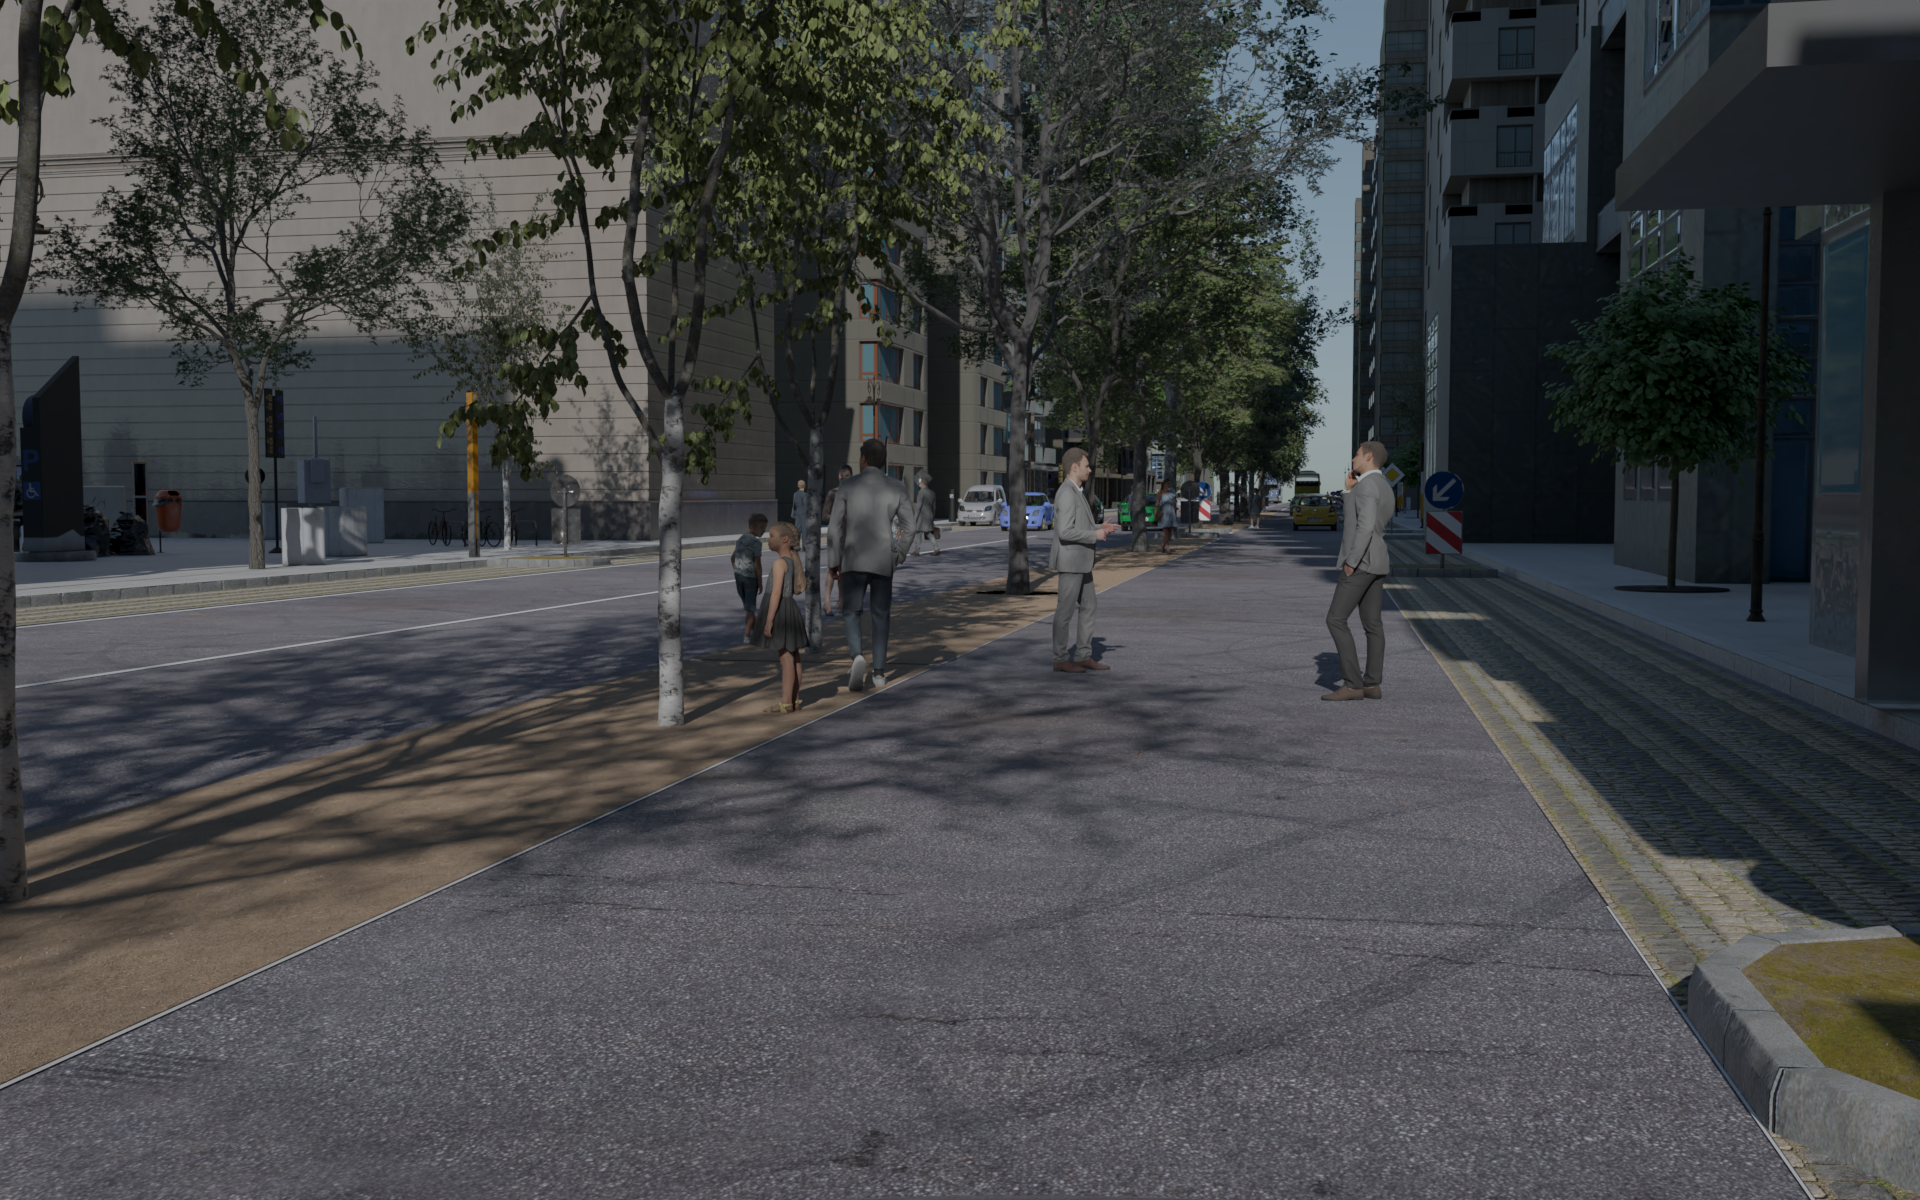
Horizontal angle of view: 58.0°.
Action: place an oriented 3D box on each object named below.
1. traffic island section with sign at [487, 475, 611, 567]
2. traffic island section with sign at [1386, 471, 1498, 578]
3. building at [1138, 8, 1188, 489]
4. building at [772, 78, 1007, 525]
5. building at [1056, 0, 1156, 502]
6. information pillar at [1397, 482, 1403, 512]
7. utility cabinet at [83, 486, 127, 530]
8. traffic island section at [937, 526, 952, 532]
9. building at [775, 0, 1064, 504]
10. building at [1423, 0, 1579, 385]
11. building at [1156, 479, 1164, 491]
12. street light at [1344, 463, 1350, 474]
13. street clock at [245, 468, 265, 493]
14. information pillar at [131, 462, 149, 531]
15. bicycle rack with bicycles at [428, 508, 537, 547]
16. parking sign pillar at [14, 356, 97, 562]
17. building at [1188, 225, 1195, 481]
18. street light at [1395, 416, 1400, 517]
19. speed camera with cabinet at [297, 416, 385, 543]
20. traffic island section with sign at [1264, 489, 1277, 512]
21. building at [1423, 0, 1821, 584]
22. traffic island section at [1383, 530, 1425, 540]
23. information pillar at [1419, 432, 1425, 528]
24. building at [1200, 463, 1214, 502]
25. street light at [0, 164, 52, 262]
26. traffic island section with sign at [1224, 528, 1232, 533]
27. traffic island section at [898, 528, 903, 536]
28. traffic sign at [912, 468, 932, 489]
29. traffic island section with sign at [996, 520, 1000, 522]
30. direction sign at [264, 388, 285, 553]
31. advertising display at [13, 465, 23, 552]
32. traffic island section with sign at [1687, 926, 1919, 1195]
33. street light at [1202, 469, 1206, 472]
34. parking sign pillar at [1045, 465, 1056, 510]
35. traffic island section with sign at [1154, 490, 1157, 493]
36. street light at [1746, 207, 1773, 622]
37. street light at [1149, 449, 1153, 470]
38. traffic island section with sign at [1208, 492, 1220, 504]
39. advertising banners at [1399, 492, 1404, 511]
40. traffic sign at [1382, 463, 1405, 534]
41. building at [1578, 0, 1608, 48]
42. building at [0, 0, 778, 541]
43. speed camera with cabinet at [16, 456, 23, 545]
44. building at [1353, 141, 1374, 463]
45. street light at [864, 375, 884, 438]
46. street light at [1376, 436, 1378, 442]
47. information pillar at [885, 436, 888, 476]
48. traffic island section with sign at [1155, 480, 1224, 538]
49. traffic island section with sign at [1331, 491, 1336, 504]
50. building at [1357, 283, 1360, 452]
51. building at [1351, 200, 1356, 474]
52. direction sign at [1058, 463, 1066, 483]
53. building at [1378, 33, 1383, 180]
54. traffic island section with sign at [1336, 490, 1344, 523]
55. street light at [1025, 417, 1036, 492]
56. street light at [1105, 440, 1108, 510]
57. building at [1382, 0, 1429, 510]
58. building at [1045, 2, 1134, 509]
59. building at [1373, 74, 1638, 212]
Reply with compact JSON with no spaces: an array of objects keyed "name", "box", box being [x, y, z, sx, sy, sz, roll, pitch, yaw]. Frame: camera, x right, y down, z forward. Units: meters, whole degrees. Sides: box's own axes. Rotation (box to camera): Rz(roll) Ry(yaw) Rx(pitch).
[{"name":"traffic island section with sign","box":[-8.119,-1.594,34.683,1.989,1.847,2.006,1,4,12]},{"name":"traffic island section with sign","box":[8.335,-1.335,30.451,1.989,1.847,2.006,1,4,12]},{"name":"building","box":[20.929,-56.653,238.948,22.319,86.520,31.000,1,4,12]},{"name":"building","box":[-13.812,-14.797,86.970,27.650,21.520,28.899,1,4,12]},{"name":"building","box":[9.937,-45.355,179.798,20.563,71.187,20.611,1,4,12]},{"name":"information pillar","box":[30.826,-7.964,121.566,0.504,3.616,0.183,3,4,38]},{"name":"utility cabinet","box":[-22.996,-2.306,46.390,1.173,1.500,0.318,-1,4,-9]},{"name":"traffic island section","box":[-1.483,-2.721,66.762,2.009,0.180,2.903,1,4,12]},{"name":"building","box":[-5.206,-30.926,125.249,23.786,49.044,30.456,1,4,12]},{"name":"building","box":[43.018,-31.564,105.315,28.713,52.752,27.495,1,4,12]},{"name":"building","box":[8.147,-31.324,204.032,32.217,40.220,23.993,1,4,12]},{"name":"street light","box":[57.064,-17.224,254.400,0.468,5.910,1.993,1,4,12]},{"name":"street clock","box":[-19.101,-2.594,46.974,0.358,2.002,0.471,3,5,43]},{"name":"information pillar","box":[-18.823,-2.158,39.773,0.304,2.012,0.304,-2,4,-29]},{"name":"bicycle rack with bicycles","box":[-11.715,-1.806,42.902,2.852,0.926,2.925,-2,4,-30]},{"name":"parking sign pillar","box":[-17.422,-2.737,33.227,1.447,3.967,1.447,0,4,6]},{"name":"building","box":[28.799,-37.443,262.300,14.600,45.320,14.200,1,4,12]},{"name":"street light","box":[24.803,-7.674,98.260,0.468,5.910,1.993,1,4,12]},{"name":"speed camera with cabinet","box":[-16.007,-3.085,44.776,2.038,3.252,0.660,-3,4,-39]},{"name":"traffic island section with sign","box":[24.247,-7.932,137.831,2.006,1.907,1.989,1,4,12]},{"name":"building","box":[22.643,-44.209,35.494,22.319,86.520,31.000,1,4,12]},{"name":"traffic island section","box":[13.831,-2.028,55.445,2.009,0.180,2.903,1,4,12]},{"name":"information pillar","box":[17.290,-4.484,64.672,0.183,3.616,0.504,1,4,22]},{"name":"building","box":[35.226,-37.088,289.975,14.154,41.232,14.086,1,4,12]},{"name":"street light","box":[-12.646,-3.056,22.761,0.468,5.910,1.993,1,4,12]},{"name":"traffic island section with sign","box":[9.027,-3.432,64.245,2.006,1.907,1.989,1,4,12]},{"name":"traffic island section","box":[-3.102,-2.242,58.942,2.009,0.180,2.903,1,4,12]},{"name":"traffic sign","box":[-1.459,-3.856,66.695,0.795,2.450,0.064,1,4,12]},{"name":"traffic island section with sign","box":[2.906,-4.855,88.000,1.989,1.847,2.006,1,4,12]},{"name":"direction sign","box":[-14.822,-2.783,37.507,0.379,3.537,0.876,0,4,3]},{"name":"advertising display","box":[-20.947,-2.015,38.159,0.974,1.923,0.123,-2,4,-29]},{"name":"traffic island section with sign","box":[2.871,0.280,4.053,1.989,1.847,2.006,1,4,12]},{"name":"street light","box":[36.824,-17.655,261.449,0.468,5.910,1.993,1,4,12]},{"name":"parking sign pillar","box":[7.124,-9.320,140.849,1.447,3.967,1.447,-2,4,-25]},{"name":"traffic island section with sign","box":[18.710,-9.522,164.320,1.989,1.847,2.006,1,4,12]},{"name":"street light","box":[8.026,-2.722,17.287,0.468,5.910,1.993,1,4,12]},{"name":"street light","box":[19.799,-12.633,179.341,0.468,5.910,1.993,1,4,12]},{"name":"traffic island section with sign","box":[35.532,-14.493,245.593,1.989,1.847,2.006,1,4,12]},{"name":"advertising banners","box":[33.768,-8.364,132.935,0.090,3.025,2.074,0,4,-2]},{"name":"traffic sign","box":[13.806,-3.164,55.373,0.795,2.450,0.064,1,4,12]},{"name":"building","box":[40.187,-32.115,67.073,28.212,58.520,21.231,1,4,12]},{"name":"building","box":[-19.199,-15.756,54.873,25.104,27.353,12.463,1,4,12]},{"name":"speed camera with cabinet","box":[-22.455,-2.901,41.763,2.038,3.252,0.660,2,4,28]},{"name":"building","box":[53.771,-31.708,202.022,14.154,41.232,14.086,1,4,12]},{"name":"street light","box":[-3.334,-5.782,67.328,0.468,5.910,1.993,1,4,12]},{"name":"street light","box":[32.463,-9.920,134.982,0.468,5.910,1.993,1,4,12]},{"name":"information pillar","box":[-2.984,-4.820,70.163,0.183,3.616,0.504,0,4,4]},{"name":"traffic island section with sign","box":[7.516,-2.988,56.992,2.006,1.907,1.989,1,4,12]},{"name":"traffic island section with sign","box":[25.231,-6.327,112.080,1.989,1.847,2.006,1,4,12]},{"name":"building","box":[58.974,-27.756,225.510,14.160,30.474,14.107,1,4,12]},{"name":"building","box":[61.461,-33.992,239.369,14.154,41.232,14.086,1,4,12]},{"name":"direction sign","box":[7.674,-8.287,127.489,0.876,3.537,0.379,0,4,-7]},{"name":"building","box":[45.268,-31.044,157.676,14.600,45.320,14.200,1,4,12]},{"name":"traffic island section with sign","box":[19.646,-4.678,85.111,1.989,1.847,2.006,1,4,12]},{"name":"street light","box":[4.221,-8.030,104.072,0.468,5.910,1.993,1,4,12]},{"name":"street light","box":[12.103,-10.365,142.249,0.468,5.910,1.993,1,4,12]},{"name":"building","box":[41.895,-28.116,143.290,14.154,41.232,14.086,1,4,12]},{"name":"building","box":[4.221,-30.690,156.412,22.147,44.769,28.867,1,4,12]},{"name":"building","box":[54.116,-34.214,179.014,23.786,49.044,30.456,1,4,12]}]
